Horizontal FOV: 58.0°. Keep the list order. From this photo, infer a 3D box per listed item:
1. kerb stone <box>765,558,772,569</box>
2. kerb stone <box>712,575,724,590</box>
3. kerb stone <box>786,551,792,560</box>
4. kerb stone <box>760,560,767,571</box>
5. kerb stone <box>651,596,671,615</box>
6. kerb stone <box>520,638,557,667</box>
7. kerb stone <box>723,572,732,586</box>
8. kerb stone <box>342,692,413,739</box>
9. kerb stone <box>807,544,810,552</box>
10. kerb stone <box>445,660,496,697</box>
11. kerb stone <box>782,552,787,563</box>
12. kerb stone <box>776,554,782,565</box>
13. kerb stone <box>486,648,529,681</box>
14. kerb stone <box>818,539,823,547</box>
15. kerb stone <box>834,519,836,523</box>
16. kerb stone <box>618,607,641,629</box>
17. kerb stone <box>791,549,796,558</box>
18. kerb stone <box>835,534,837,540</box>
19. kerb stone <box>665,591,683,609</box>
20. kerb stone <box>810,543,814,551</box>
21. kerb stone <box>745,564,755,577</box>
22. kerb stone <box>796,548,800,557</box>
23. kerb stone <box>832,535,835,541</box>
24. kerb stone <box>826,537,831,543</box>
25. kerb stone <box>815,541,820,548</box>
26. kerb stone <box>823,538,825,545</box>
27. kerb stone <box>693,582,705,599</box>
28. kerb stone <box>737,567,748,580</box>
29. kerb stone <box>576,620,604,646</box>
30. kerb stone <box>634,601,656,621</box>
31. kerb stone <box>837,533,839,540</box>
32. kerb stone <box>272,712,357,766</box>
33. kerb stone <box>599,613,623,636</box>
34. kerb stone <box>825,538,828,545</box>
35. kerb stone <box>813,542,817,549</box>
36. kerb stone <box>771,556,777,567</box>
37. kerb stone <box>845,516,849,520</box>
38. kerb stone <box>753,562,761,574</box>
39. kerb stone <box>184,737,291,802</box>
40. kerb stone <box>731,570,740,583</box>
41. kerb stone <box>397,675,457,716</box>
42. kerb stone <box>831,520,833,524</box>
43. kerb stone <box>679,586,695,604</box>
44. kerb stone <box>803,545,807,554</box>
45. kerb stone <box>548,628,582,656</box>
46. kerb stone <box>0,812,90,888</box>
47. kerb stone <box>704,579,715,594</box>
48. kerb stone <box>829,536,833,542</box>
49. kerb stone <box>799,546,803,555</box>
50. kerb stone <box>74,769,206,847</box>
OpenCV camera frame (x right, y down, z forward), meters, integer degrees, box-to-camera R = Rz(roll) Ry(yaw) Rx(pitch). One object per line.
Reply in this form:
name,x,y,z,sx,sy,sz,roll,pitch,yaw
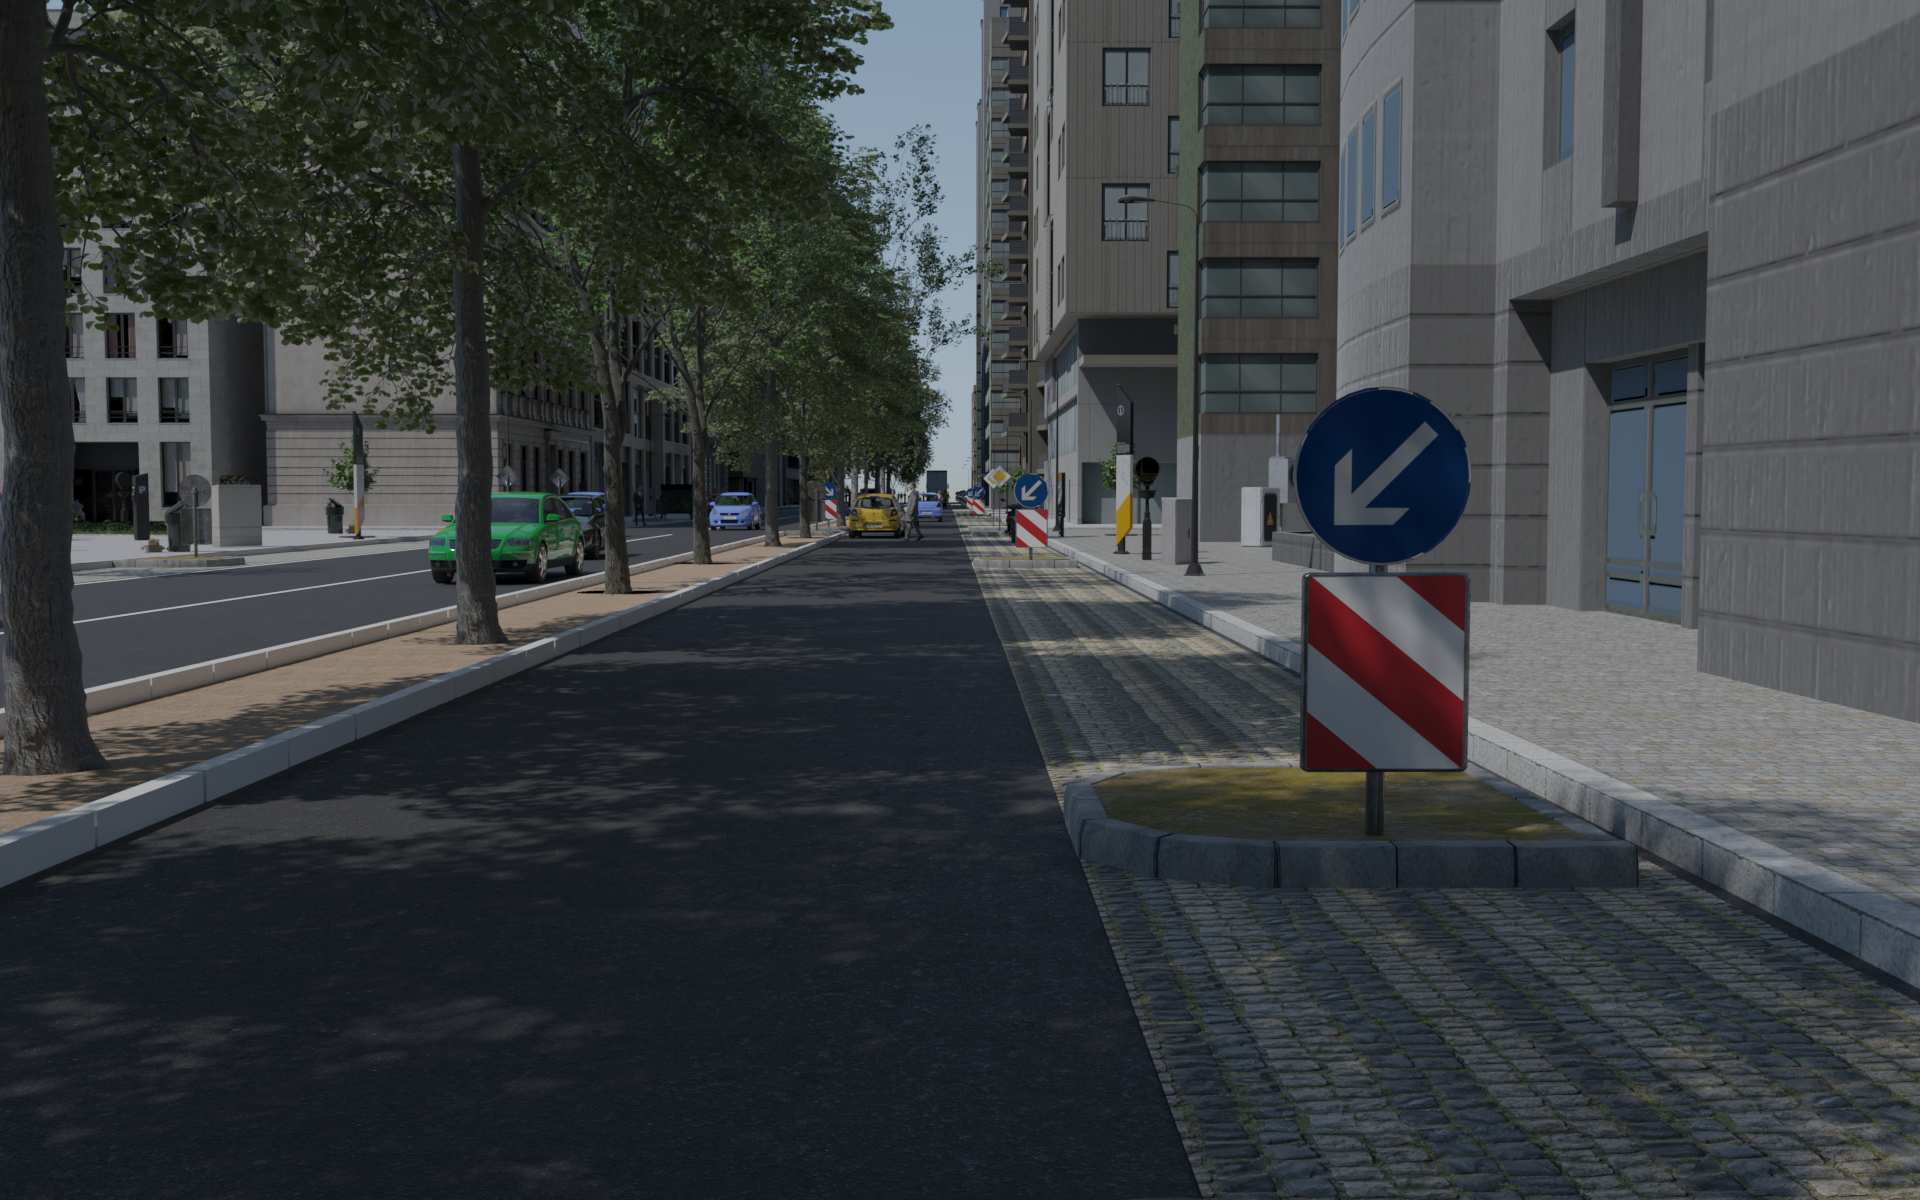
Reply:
kerb stone,-3.752,-0.668,33.155,0.120,0.150,1.000,0,4,0
kerb stone,-3.698,-0.232,25.990,0.120,0.150,1.000,0,4,0
kerb stone,-3.781,-0.917,37.264,0.120,0.150,1.000,0,4,0
kerb stone,-3.741,-0.605,32.132,0.120,0.150,1.000,0,4,0
kerb stone,-3.658,0.081,20.874,0.120,0.150,1.000,0,4,0
kerb stone,-3.622,0.457,14.716,0.120,0.150,1.000,0,4,0
kerb stone,-3.712,-0.295,27.012,0.120,0.150,1.000,0,4,0
kerb stone,-3.586,0.708,10.612,0.120,0.150,1.000,0,4,0
kerb stone,-3.828,-1.235,42.386,0.120,0.150,1.000,0,4,0
kerb stone,-3.605,0.584,12.663,0.120,0.150,1.000,0,4,0
kerb stone,-3.773,-0.859,36.235,0.120,0.150,1.000,0,4,0
kerb stone,-3.770,-0.796,35.203,0.120,0.150,1.000,0,4,0
kerb stone,-3.613,0.520,13.693,0.120,0.150,1.000,0,4,0
kerb stone,-3.846,-1.485,46.476,0.120,0.150,1.000,0,4,0
kerb stone,-6.228,-3.767,83.900,0.120,0.150,1.000,0,4,0
kerb stone,-3.646,0.207,18.812,0.120,0.150,1.000,0,4,0
kerb stone,-3.786,-0.984,38.291,0.120,0.150,1.000,0,4,0
kerb stone,-3.899,-1.861,52.615,0.120,0.150,1.000,0,4,0
kerb stone,-3.670,0.018,21.896,0.120,0.150,1.000,0,4,0
kerb stone,-3.834,-1.293,43.408,0.120,0.150,1.000,0,4,0
kerb stone,-3.729,-0.482,30.084,0.120,0.150,1.000,0,4,0
kerb stone,-3.801,-1.040,39.319,0.120,0.150,1.000,0,4,0
kerb stone,-3.888,-1.797,51.592,0.120,0.150,1.000,0,4,0
kerb stone,-3.870,-1.669,49.548,0.120,0.150,1.000,0,4,0
kerb stone,-3.843,-1.420,45.454,0.120,0.150,1.000,0,4,0
kerb stone,-3.860,-1.548,47.498,0.120,0.150,1.000,0,4,0
kerb stone,-3.685,-0.107,23.942,0.120,0.150,1.000,0,4,0
kerb stone,-3.723,-0.420,29.062,0.120,0.150,1.000,0,4,0
kerb stone,-3.629,0.332,16.765,0.120,0.150,1.000,0,4,0
kerb stone,-3.655,0.144,19.845,0.120,0.150,1.000,0,4,0
kerb stone,-3.911,-1.920,53.637,0.120,0.150,1.000,0,4,0
kerb stone,-3.580,0.772,9.580,0.120,0.150,1.000,0,4,0
kerb stone,-3.644,0.273,17.790,0.120,0.150,1.000,0,4,0
kerb stone,-3.877,-1.605,48.520,0.120,0.150,1.000,0,4,0
kerb stone,-3.838,-1.360,44.430,0.120,0.150,1.000,0,4,0
kerb stone,-3.762,-0.733,34.177,0.120,0.150,1.000,0,4,0
kerb stone,-6.339,-4.714,99.267,0.120,0.150,1.000,0,4,0
kerb stone,-3.743,-0.545,31.110,0.120,0.150,1.000,0,4,0
kerb stone,-3.568,0.834,8.552,0.120,0.150,1.000,0,4,0
kerb stone,-3.721,-0.354,28.035,0.120,0.150,1.000,0,4,0
kerb stone,-3.598,0.646,11.634,0.120,0.150,1.000,0,4,0
kerb stone,-6.214,-3.642,81.848,0.120,0.150,1.000,0,4,0
kerb stone,-3.676,-0.044,22.919,0.120,0.150,1.000,0,4,0
kerb stone,-3.814,-1.172,41.363,0.120,0.150,1.000,0,4,0
kerb stone,-3.626,0.395,15.743,0.120,0.150,1.000,0,4,0
kerb stone,-3.555,0.960,6.501,0.120,0.150,1.000,0,4,0
kerb stone,-3.699,-0.169,24.965,0.120,0.150,1.000,0,4,0
kerb stone,-3.887,-1.731,50.570,0.120,0.150,1.000,0,4,0
kerb stone,-3.810,-1.110,40.341,0.120,0.150,1.000,0,4,0
kerb stone,-3.565,0.900,7.530,0.120,0.150,1.000,0,4,0
